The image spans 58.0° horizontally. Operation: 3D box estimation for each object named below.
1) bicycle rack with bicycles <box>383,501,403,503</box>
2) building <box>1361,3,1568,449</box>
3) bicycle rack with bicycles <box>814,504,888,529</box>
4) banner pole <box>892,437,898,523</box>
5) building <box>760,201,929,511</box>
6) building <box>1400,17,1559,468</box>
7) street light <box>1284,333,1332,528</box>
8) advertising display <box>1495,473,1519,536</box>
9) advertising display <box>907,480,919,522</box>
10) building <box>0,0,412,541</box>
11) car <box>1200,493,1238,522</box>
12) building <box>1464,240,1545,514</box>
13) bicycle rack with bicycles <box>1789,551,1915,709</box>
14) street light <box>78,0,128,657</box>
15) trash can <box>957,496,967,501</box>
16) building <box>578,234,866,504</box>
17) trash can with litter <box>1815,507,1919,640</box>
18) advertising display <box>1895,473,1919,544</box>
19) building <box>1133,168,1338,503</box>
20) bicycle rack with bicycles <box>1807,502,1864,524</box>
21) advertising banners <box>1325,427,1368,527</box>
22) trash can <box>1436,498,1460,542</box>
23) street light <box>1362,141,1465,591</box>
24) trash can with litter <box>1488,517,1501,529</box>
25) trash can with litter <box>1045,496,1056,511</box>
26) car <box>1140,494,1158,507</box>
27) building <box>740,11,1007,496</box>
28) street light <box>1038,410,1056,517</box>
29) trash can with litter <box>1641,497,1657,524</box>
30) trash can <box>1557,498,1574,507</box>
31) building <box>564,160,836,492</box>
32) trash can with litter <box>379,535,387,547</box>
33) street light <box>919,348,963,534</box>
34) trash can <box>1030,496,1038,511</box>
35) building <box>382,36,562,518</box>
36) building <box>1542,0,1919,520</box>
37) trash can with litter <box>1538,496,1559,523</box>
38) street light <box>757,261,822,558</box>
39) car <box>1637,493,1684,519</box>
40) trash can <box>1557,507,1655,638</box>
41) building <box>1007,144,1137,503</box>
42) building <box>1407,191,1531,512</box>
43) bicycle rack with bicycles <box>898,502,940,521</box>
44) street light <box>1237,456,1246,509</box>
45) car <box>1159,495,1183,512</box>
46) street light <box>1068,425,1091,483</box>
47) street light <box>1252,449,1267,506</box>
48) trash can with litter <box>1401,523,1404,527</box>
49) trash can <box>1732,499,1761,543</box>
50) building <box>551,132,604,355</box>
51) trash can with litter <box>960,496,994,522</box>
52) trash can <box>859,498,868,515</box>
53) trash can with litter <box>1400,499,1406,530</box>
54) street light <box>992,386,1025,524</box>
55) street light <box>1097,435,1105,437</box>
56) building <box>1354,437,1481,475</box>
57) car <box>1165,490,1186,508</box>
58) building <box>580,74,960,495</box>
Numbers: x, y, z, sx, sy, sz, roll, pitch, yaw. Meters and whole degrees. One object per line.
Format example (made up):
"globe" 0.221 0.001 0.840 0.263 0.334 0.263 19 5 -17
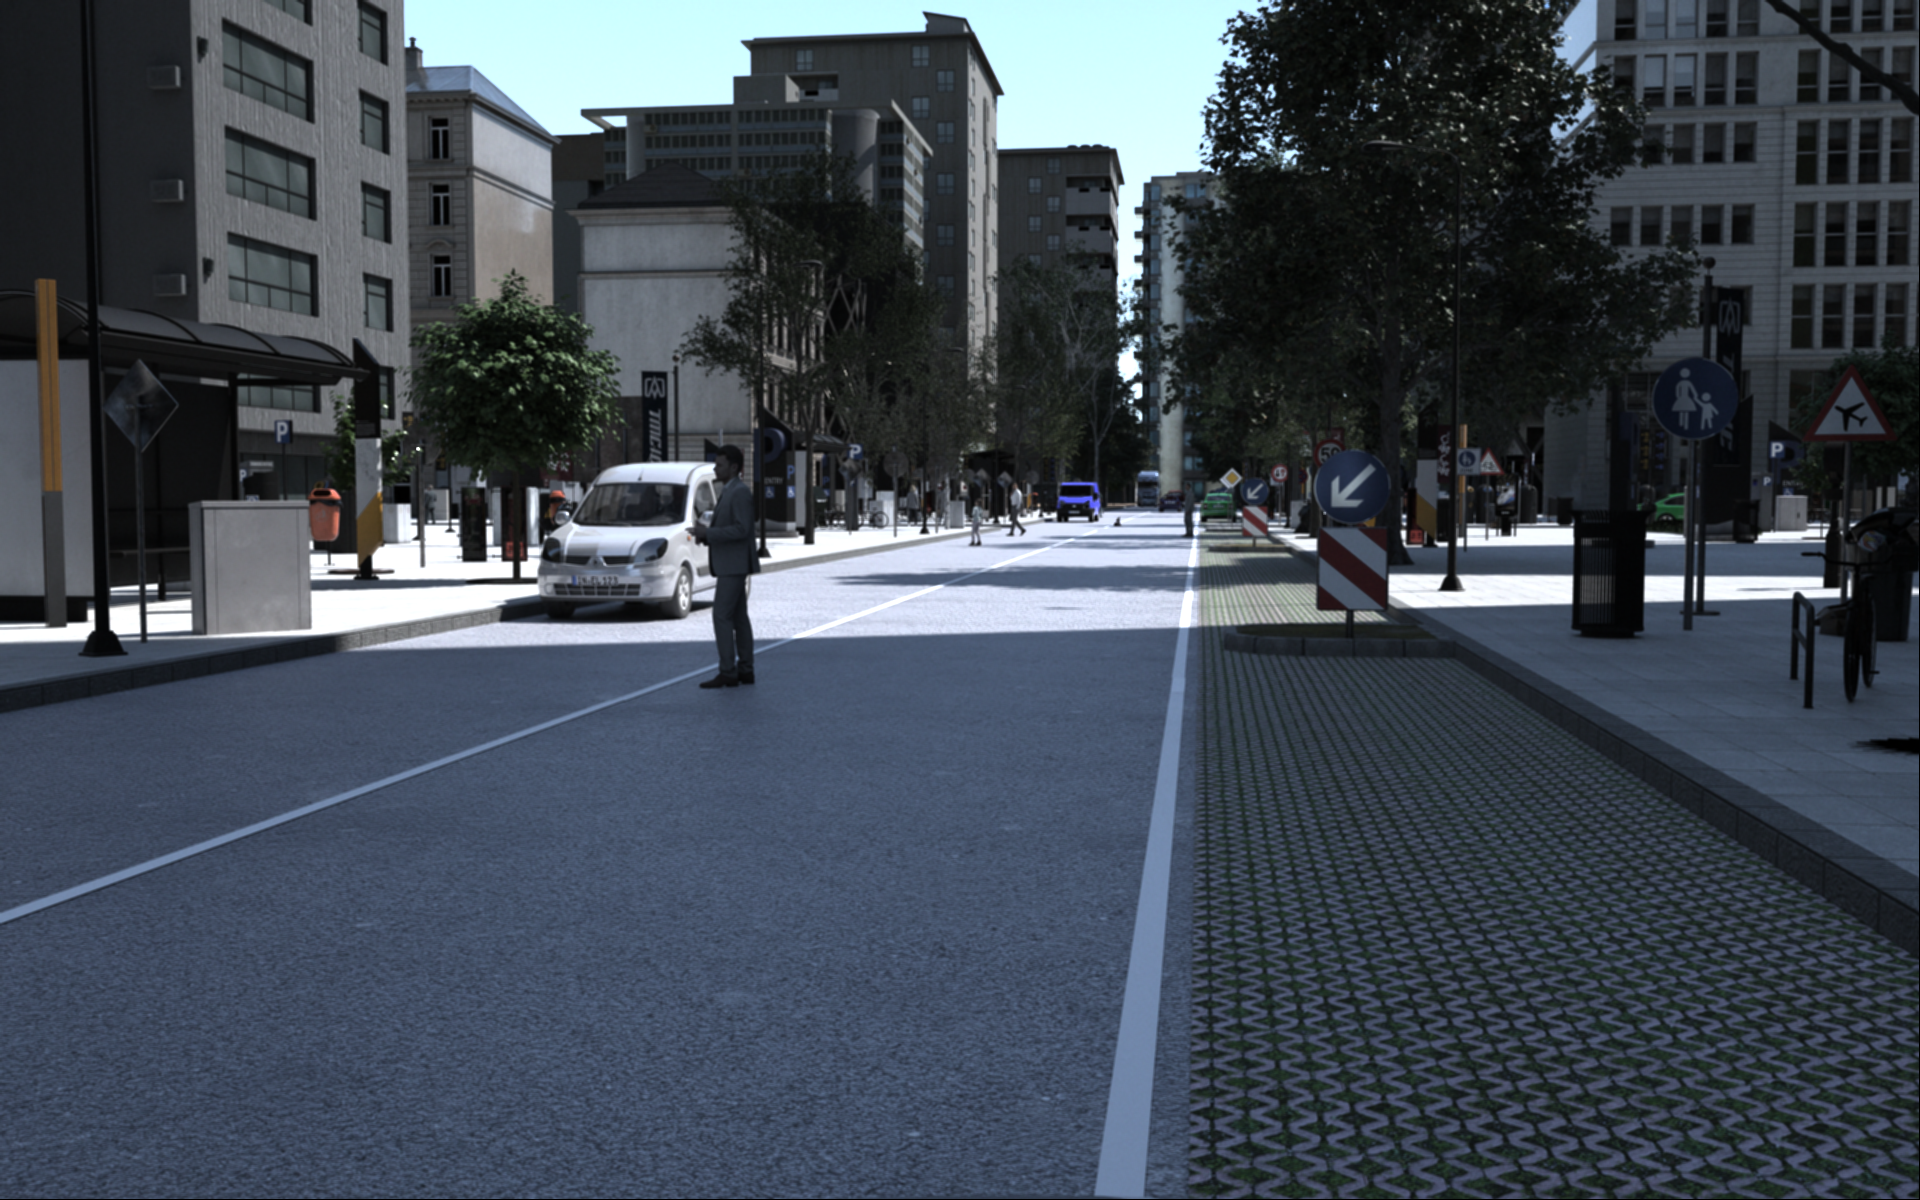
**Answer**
"bicycle rack with bicycles" -39.894 -6.341 117.063 2.925 0.926 2.852 2 4 32
"building" 53.432 -52.672 173.863 22.319 86.520 31.000 0 4 8
"bicycle rack with bicycles" -4.423 -3.086 63.832 2.925 0.926 2.852 1 4 22
"banner pole" -2.859 -5.277 76.291 0.401 3.779 0.863 -1 4 -20
"building" -9.832 -18.976 139.929 12.332 23.373 15.834 0 4 8
"building" 45.688 -28.736 153.424 14.154 41.232 14.086 0 4 8
"street light" 8.770 -4.352 43.691 1.470 5.913 1.316 0 4 8
"advertising display" 16.689 -2.915 52.866 0.123 1.923 0.974 -1 4 -20
"advertising display" -2.127 -4.489 78.613 0.123 1.923 0.974 2 4 23
"building" -23.601 -16.863 47.413 14.107 30.474 14.160 0 4 8
"car" 13.270 -4.888 88.718 1.959 1.807 4.718 1 4 9
"building" 42.301 -15.179 115.626 16.820 18.784 16.811 0 4 8
"bicycle rack with bicycles" 6.424 0.151 10.906 2.852 0.926 2.925 2 4 24
"street light" -6.292 -2.508 13.541 1.470 5.913 1.316 0 4 8
"trash can" 0.211 -5.935 108.683 0.748 1.137 0.748 0 3 0
"building" -15.107 -15.368 118.714 16.820 18.784 16.811 0 4 8
"trash can with litter" 8.015 -0.248 15.442 0.624 1.170 1.055 0 4 -8
"advertising display" 20.008 -1.900 36.271 0.123 1.923 0.974 -1 4 -16
"building" 41.009 -38.871 255.154 30.456 49.044 23.786 0 4 8
"bicycle rack with bicycles" 36.961 -3.708 74.012 2.925 0.926 2.852 -1 4 -19
"advertising banners" 10.478 -2.985 44.993 2.074 3.025 0.090 2 4 29
"trash can" 13.416 -2.263 48.658 0.748 1.137 0.748 0 3 0
"street light" 5.989 -3.079 22.889 1.470 5.913 1.316 0 4 8
"trash can with litter" 19.830 -3.207 63.816 0.624 1.170 1.055 -1 4 -16
"trash can with litter" 6.441 -6.776 122.179 0.624 1.170 1.055 -2 4 -29
"car" 20.750 -10.902 190.242 2.014 1.417 4.499 0 4 8
"building" -10.120 -37.339 199.723 27.495 52.752 28.713 0 4 8
"street light" 5.006 -7.503 95.211 1.470 5.913 1.316 0 4 8
"trash can with litter" 25.280 -3.151 62.898 1.055 1.170 0.624 2 4 23
"trash can" 24.869 -3.641 71.188 0.748 1.137 0.748 0 3 0
"building" -14.319 -14.421 100.408 10.561 19.102 19.286 0 4 8
"trash can with litter" -14.370 -1.862 41.830 0.624 1.170 1.055 1 4 14
"street light" -0.600 -5.064 55.345 1.470 5.913 1.316 0 4 8
"trash can" 5.515 -7.229 129.854 0.748 1.137 0.748 0 3 0
"building" -37.096 -18.496 99.669 25.104 27.353 12.463 0 4 8
"building" 46.123 -18.970 87.651 29.804 29.767 11.434 0 4 8
"trash can with litter" 26.027 -4.040 77.111 2.233 1.210 1.678 -1 4 -8
"street light" -3.439 -3.800 34.672 1.470 5.913 1.316 0 4 8
"car" 28.530 -3.558 66.966 4.718 1.807 1.959 1 4 9
"trash can" 5.835 -0.240 15.578 0.748 1.137 0.748 0 3 0
"building" 12.507 -41.064 260.639 27.495 52.752 28.713 0 4 8
"building" 42.220 -19.358 134.528 12.078 24.808 19.932 0 4 8
"bicycle rack with bicycles" -2.242 -4.248 82.837 2.925 0.926 2.852 0 4 5
"street light" 14.424 -6.862 84.733 1.470 5.913 1.316 0 4 8
"car" 16.853 -7.703 138.525 1.945 1.354 3.894 1 4 9
"street light" 7.804 -8.768 115.890 1.470 5.913 1.316 0 4 8
"street light" 11.756 -5.641 64.779 1.470 5.913 1.316 0 4 8
"trash can with litter" 15.986 -3.246 64.462 1.055 1.170 0.624 1 4 21
"trash can" 20.618 -2.067 45.452 0.748 1.137 0.748 0 3 0
"building" -45.233 -34.323 211.292 14.200 45.320 14.600 0 4 8
"trash can with litter" 0.664 -4.159 79.057 2.233 1.210 1.678 -1 4 -22
"trash can" -5.943 -5.783 106.205 0.748 1.137 0.748 0 3 0
"trash can with litter" 15.149 -3.075 61.342 2.233 1.210 1.678 -3 5 -42
"street light" 2.110 -6.238 74.533 1.470 5.913 1.316 0 4 8
"street light" 10.802 -10.074 137.245 1.470 5.913 1.316 0 4 8
"building" 52.436 -33.521 198.180 14.600 45.320 14.200 0 4 8
"car" 22.614 -10.576 181.592 2.281 1.827 5.304 0 4 8
"building" -16.552 -28.924 164.793 32.217 40.220 23.993 0 4 8
